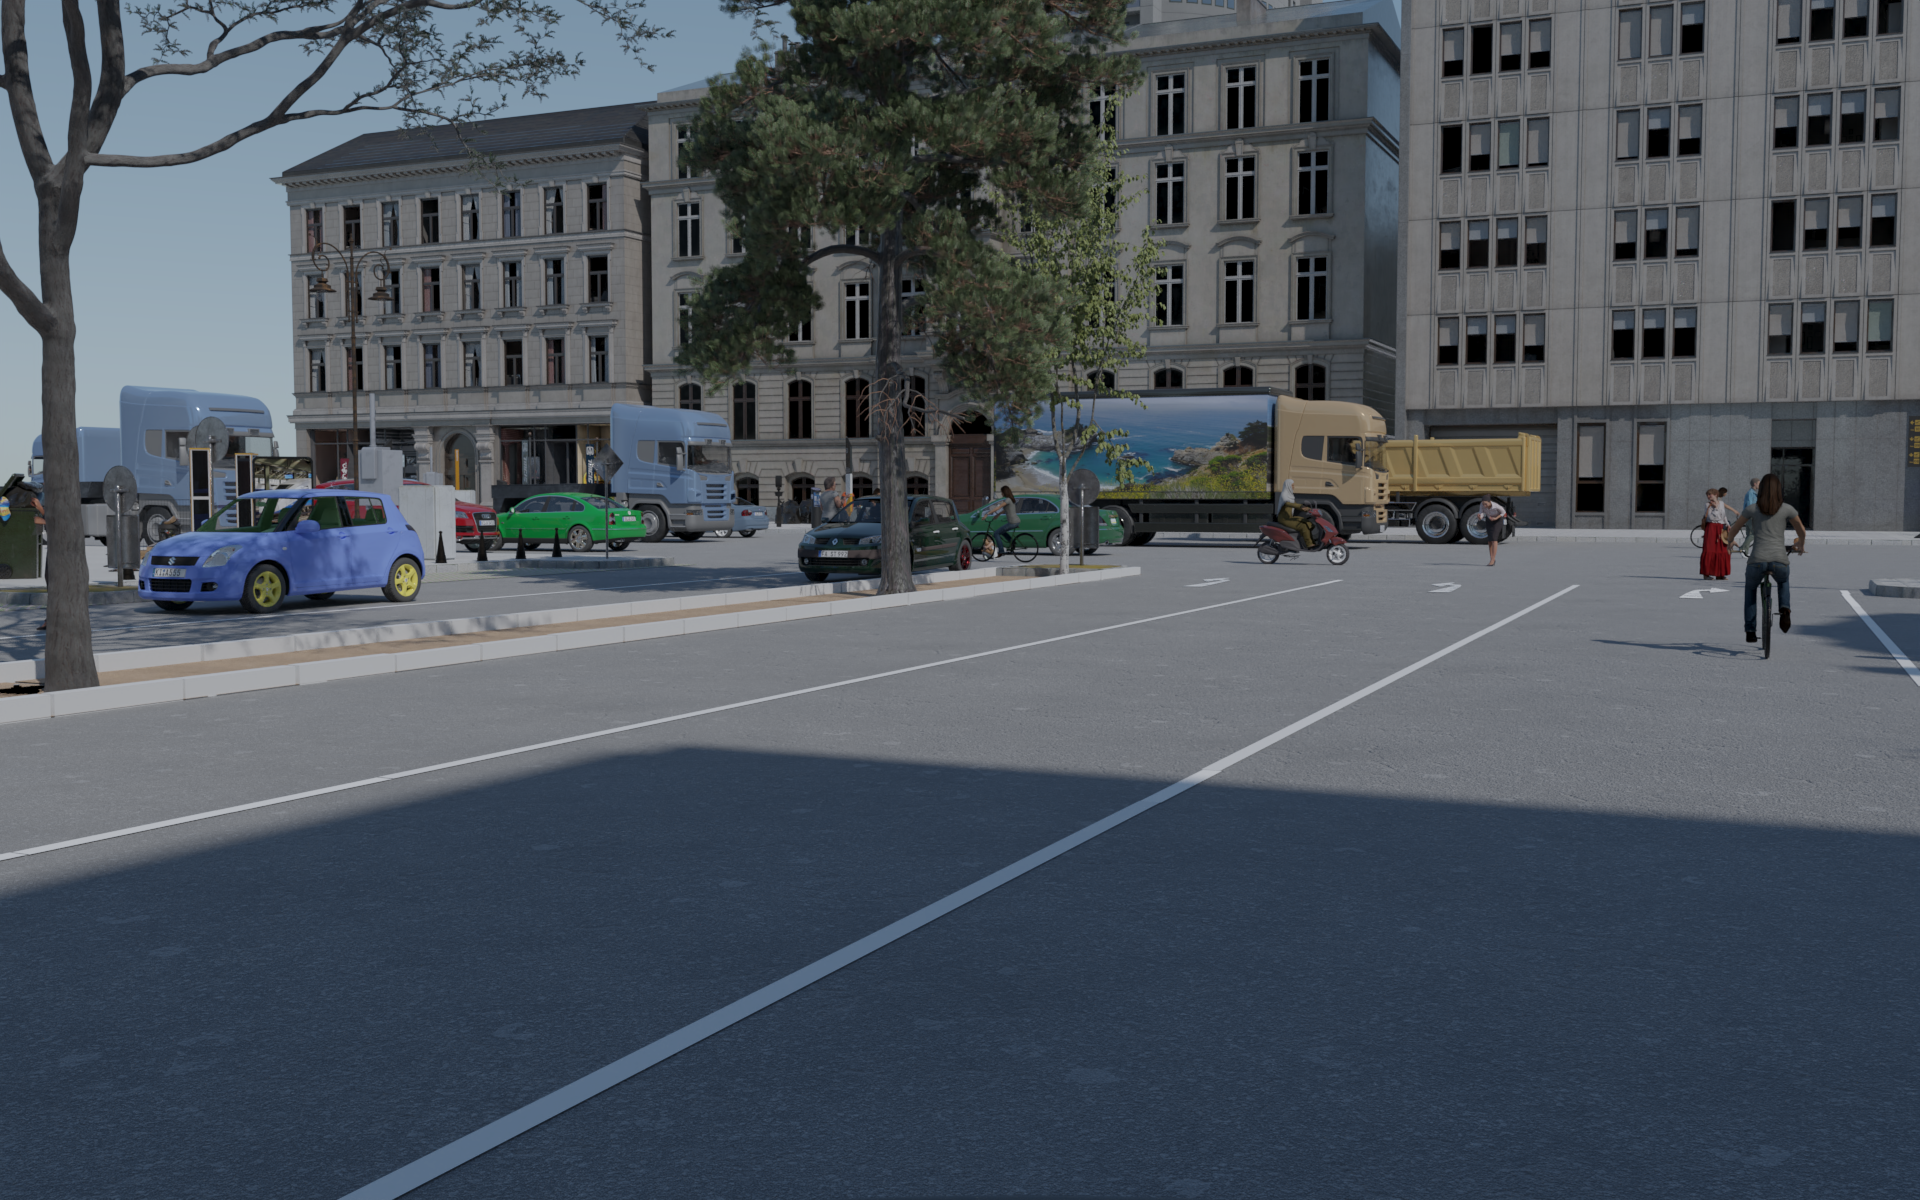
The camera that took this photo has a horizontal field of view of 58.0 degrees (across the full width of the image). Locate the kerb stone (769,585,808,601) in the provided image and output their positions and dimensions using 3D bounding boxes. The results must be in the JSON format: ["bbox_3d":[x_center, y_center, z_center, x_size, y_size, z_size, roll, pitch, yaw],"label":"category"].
[{"bbox_3d":[-2.414,-0.090,23.660,0.120,0.150,1.000,2,4,25],"label":"kerb stone"}]

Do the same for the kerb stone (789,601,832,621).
[{"bbox_3d":[-1.798,0.134,19.998,0.120,0.150,1.000,2,4,25],"label":"kerb stone"}]

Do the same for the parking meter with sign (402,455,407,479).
[{"bbox_3d":[-25.322,-4.897,76.325,1.738,3.016,0.543,-2,4,-28],"label":"parking meter with sign"}]

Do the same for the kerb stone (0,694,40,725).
[{"bbox_3d":[-6.082,0.708,10.652,0.120,0.150,1.000,2,4,25],"label":"kerb stone"}]

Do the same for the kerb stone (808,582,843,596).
[{"bbox_3d":[-1.987,-0.147,24.593,0.120,0.150,1.000,2,4,25],"label":"kerb stone"}]

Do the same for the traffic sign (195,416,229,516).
[{"bbox_3d":[-12.276,-1.730,28.393,0.768,2.556,0.104,2,4,26],"label":"traffic sign"}]

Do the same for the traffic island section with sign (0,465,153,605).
[{"bbox_3d":[-11.806,-0.891,23.199,1.989,1.847,2.006,2,4,25],"label":"traffic island section with sign"}]

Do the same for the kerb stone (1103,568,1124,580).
[{"bbox_3d":[2.512,-0.436,29.339,0.120,0.150,1.000,2,4,25],"label":"kerb stone"}]

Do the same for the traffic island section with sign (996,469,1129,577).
[{"bbox_3d":[1.940,-1.371,30.557,2.006,1.907,1.989,2,4,25],"label":"traffic island section with sign"}]

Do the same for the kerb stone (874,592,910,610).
[{"bbox_3d":[-0.939,0.020,21.865,0.120,0.150,1.000,2,4,25],"label":"kerb stone"}]

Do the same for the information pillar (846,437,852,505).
[{"bbox_3d":[-4.553,-4.868,70.945,0.183,3.616,0.504,-2,4,-27],"label":"information pillar"}]

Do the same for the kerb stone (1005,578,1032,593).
[{"bbox_3d":[0.784,-0.204,25.605,0.120,0.150,1.000,2,4,25],"label":"kerb stone"}]

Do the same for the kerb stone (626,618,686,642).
[{"bbox_3d":[-3.079,0.307,17.198,0.120,0.150,1.000,2,4,25],"label":"kerb stone"}]

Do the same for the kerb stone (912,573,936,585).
[{"bbox_3d":[-0.694,-0.318,27.397,0.120,0.150,1.000,2,4,25],"label":"kerb stone"}]

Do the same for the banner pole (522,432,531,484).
[{"bbox_3d":[-17.594,-4.920,70.458,0.401,3.779,0.863,-3,5,-44],"label":"banner pole"}]

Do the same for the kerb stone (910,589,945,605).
[{"bbox_3d":[-0.501,-0.036,22.801,0.120,0.150,1.000,2,4,25],"label":"kerb stone"}]

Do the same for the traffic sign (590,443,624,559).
[{"bbox_3d":[-7.003,-1.877,34.331,0.795,2.450,0.064,2,4,25],"label":"traffic sign"}]

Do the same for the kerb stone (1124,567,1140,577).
[{"bbox_3d":[2.936,-0.484,30.281,0.120,0.150,1.000,2,4,25],"label":"kerb stone"}]

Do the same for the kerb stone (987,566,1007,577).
[{"bbox_3d":[0.588,-0.489,30.194,0.120,0.150,1.000,2,4,25],"label":"kerb stone"}]

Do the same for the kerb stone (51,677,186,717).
[{"bbox_3d":[-5.654,0.649,11.586,0.120,0.150,1.000,2,4,25],"label":"kerb stone"}]

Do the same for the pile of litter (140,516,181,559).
[{"bbox_3d":[-15.864,-1.238,34.209,1.176,0.858,1.719,-1,4,-21],"label":"pile of litter"}]

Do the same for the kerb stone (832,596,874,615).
[{"bbox_3d":[-1.359,0.078,20.929,0.120,0.150,1.000,2,4,25],"label":"kerb stone"}]

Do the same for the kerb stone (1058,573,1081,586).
[{"bbox_3d":[1.646,-0.323,27.477,0.120,0.150,1.000,2,4,25],"label":"kerb stone"}]

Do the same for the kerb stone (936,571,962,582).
[{"bbox_3d":[-0.272,-0.375,28.332,0.120,0.150,1.000,2,4,25],"label":"kerb stone"}]

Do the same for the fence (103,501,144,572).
[{"bbox_3d":[-14.346,-1.125,29.598,0.480,1.192,2.264,-2,4,-28],"label":"fence"}]

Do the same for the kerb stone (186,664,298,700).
[{"bbox_3d":[-5.233,0.594,12.523,0.120,0.150,1.000,2,4,25],"label":"kerb stone"}]

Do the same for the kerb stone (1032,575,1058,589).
[{"bbox_3d":[1.218,-0.262,26.545,0.120,0.150,1.000,2,4,25],"label":"kerb stone"}]

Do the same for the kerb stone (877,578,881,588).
[{"bbox_3d":[-1.135,-0.261,26.469,0.120,0.150,1.000,2,4,25],"label":"kerb stone"}]

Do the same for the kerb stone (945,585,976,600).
[{"bbox_3d":[-0.069,-0.091,23.731,0.120,0.150,1.000,2,4,25],"label":"kerb stone"}]

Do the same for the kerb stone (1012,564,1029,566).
[{"bbox_3d":[1.020,-0.546,31.125,0.120,0.150,1.000,2,4,25],"label":"kerb stone"}]

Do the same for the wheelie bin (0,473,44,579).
[{"bbox_3d":[-14.292,-1.127,26.338,0.693,1.594,0.980,-1,4,-17],"label":"wheelie bin"}]

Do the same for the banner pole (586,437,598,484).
[{"bbox_3d":[-16.172,-5.282,76.380,0.401,3.779,0.863,3,5,39],"label":"banner pole"}]

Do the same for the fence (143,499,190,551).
[{"bbox_3d":[-17.239,-1.593,37.253,0.480,1.192,2.264,2,4,25],"label":"fence"}]

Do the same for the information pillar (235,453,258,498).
[{"bbox_3d":[-12.909,-1.646,31.399,0.304,2.012,0.304,0,4,-1],"label":"information pillar"}]

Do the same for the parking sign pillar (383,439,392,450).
[{"bbox_3d":[-27.995,-5.829,83.774,1.447,3.967,1.447,1,4,16],"label":"parking sign pillar"}]

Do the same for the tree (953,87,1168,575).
[{"bbox_3d":[1.698,-4.642,28.719,4.737,8.622,4.395,0,3,0],"label":"tree"}]

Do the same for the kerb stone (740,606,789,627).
[{"bbox_3d":[-2.222,0.192,19.062,0.120,0.150,1.000,2,4,25],"label":"kerb stone"}]

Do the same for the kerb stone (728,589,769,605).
[{"bbox_3d":[-2.844,-0.029,22.727,0.120,0.150,1.000,2,4,25],"label":"kerb stone"}]

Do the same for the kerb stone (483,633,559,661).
[{"bbox_3d":[-3.937,0.426,15.321,0.120,0.150,1.000,2,4,25],"label":"kerb stone"}]

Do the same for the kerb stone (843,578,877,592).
[{"bbox_3d":[-1.549,-0.204,25.530,0.120,0.150,1.000,2,4,25],"label":"kerb stone"}]

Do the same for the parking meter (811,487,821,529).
[{"bbox_3d":[-5.354,-3.429,64.476,0.372,1.533,0.369,0,3,0],"label":"parking meter"}]

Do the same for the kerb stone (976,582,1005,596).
[{"bbox_3d":[0.357,-0.149,24.665,0.120,0.150,1.000,2,4,25],"label":"kerb stone"}]

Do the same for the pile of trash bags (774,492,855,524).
[{"bbox_3d":[-6.238,-3.968,74.625,3.447,1.369,1.912,-1,4,-11],"label":"pile of trash bags"}]

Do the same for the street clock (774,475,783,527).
[{"bbox_3d":[-7.035,-3.833,67.243,0.358,2.002,0.471,0,4,-1],"label":"street clock"}]

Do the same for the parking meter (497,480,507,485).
[{"bbox_3d":[-18.586,-3.953,70.341,0.399,1.863,0.255,2,4,29],"label":"parking meter"}]

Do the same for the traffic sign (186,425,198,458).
[{"bbox_3d":[-14.096,-1.956,32.080,0.768,2.556,0.104,2,4,29],"label":"traffic sign"}]

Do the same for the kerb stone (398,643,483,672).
[{"bbox_3d":[-4.368,0.487,14.391,0.120,0.150,1.000,2,4,25],"label":"kerb stone"}]

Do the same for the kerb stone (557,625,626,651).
[{"bbox_3d":[-3.510,0.363,16.254,0.120,0.150,1.000,2,4,25],"label":"kerb stone"}]

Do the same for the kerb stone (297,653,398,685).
[{"bbox_3d":[-4.793,0.535,13.455,0.120,0.150,1.000,2,4,25],"label":"kerb stone"}]

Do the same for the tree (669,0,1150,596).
[{"bbox_3d":[-0.948,-6.049,23.407,6.751,12.117,7.091,0,3,0],"label":"tree"}]

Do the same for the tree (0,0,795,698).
[{"bbox_3d":[-6.407,-6.058,11.876,12.009,13.543,11.850,0,3,0],"label":"tree"}]

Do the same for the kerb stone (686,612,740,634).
[{"bbox_3d":[-2.648,0.249,18.129,0.120,0.150,1.000,2,4,25],"label":"kerb stone"}]

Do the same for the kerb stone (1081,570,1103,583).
[{"bbox_3d":[2.076,-0.380,28.409,0.120,0.150,1.000,2,4,25],"label":"kerb stone"}]

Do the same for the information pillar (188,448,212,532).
[{"bbox_3d":[-12.197,-1.427,27.824,0.304,2.012,0.304,-2,4,-27],"label":"information pillar"}]

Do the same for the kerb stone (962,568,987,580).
[{"bbox_3d":[0.157,-0.426,29.264,0.120,0.150,1.000,2,4,25],"label":"kerb stone"}]
